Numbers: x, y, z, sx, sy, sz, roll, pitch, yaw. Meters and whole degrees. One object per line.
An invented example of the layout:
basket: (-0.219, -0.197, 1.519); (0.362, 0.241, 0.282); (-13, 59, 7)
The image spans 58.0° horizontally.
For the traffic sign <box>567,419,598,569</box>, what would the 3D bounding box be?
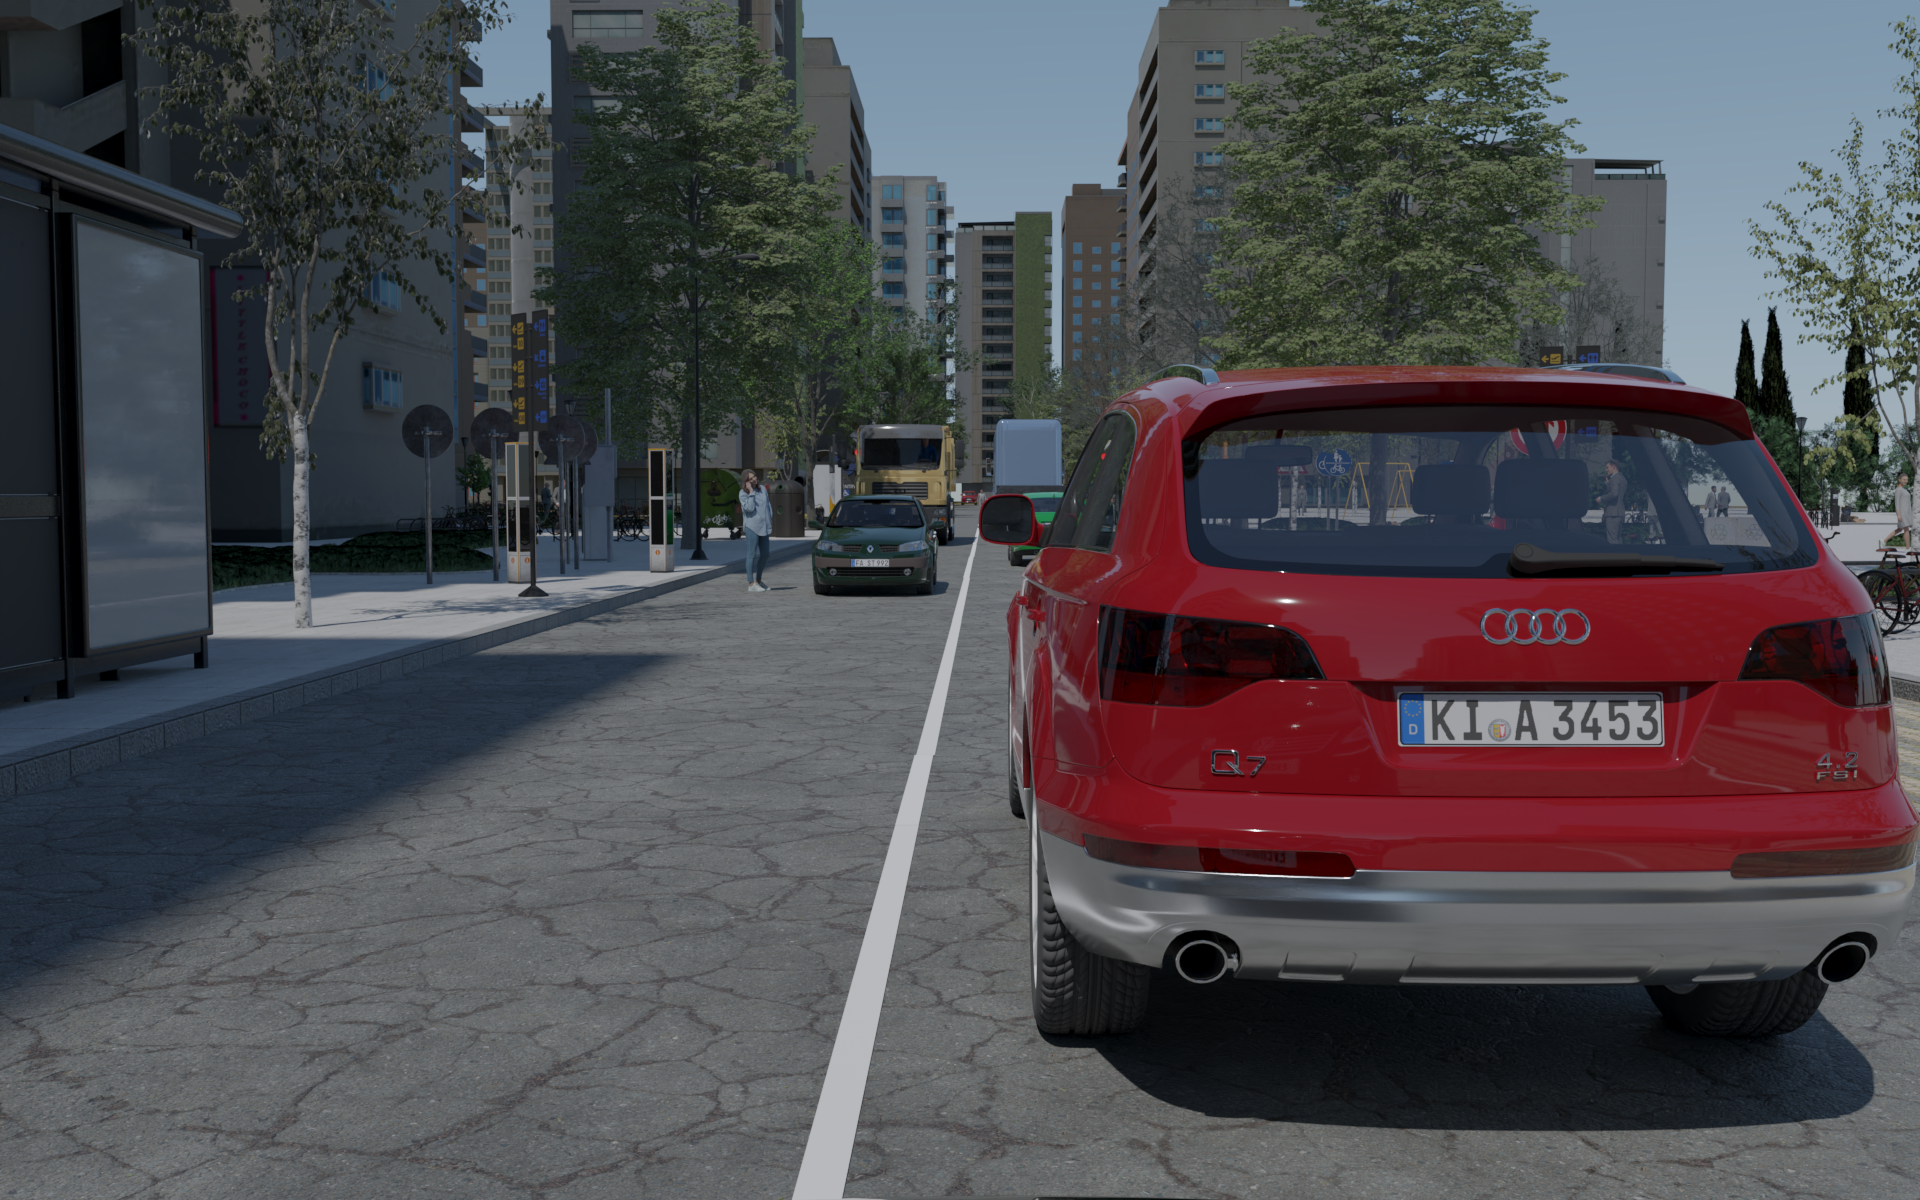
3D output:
traffic sign: (-6.530, -1.793, 29.425); (0.768, 2.556, 0.104); (0, 4, 3)

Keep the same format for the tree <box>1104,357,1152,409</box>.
tree: (10.229, -8.772, 93.788); (4.737, 8.622, 4.395); (0, 3, 0)

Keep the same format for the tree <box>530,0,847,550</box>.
tree: (-5.919, -7.434, 39.665); (7.486, 12.596, 7.792); (0, 3, 0)

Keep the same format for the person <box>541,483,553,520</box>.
person: (-18.793, -4.454, 79.039); (0.661, 1.801, 0.590); (3, 4, 36)

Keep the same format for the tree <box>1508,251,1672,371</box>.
tree: (31.156, -10.870, 88.096); (12.009, 13.543, 11.850); (0, 3, 0)

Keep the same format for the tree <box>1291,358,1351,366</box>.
tree: (16.750, -8.024, 81.553); (4.360, 8.622, 3.978); (0, 3, 0)

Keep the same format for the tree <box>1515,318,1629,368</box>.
tree: (47.275, -14.131, 132.859); (13.155, 14.587, 18.604); (-1, 4, -9)

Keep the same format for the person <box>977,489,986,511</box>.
person: (1.589, -7.195, 126.417); (0.678, 1.792, 0.850); (0, 4, 1)

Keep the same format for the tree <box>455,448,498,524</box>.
tree: (-18.299, -4.317, 65.180); (1.663, 3.219, 1.824); (0, 3, 0)

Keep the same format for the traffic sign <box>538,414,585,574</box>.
traffic sign: (-6.379, -1.689, 27.725); (0.768, 2.556, 0.104); (0, 4, 4)

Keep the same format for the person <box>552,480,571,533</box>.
person: (-12.910, -3.058, 56.447); (0.834, 1.777, 0.661); (3, 4, 38)

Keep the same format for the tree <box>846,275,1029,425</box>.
tree: (-2.629, -17.915, 148.805); (12.611, 20.169, 13.585); (0, 3, 0)

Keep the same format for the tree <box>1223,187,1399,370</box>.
tree: (8.301, -5.630, 42.419); (4.737, 8.622, 4.395); (0, 3, 0)

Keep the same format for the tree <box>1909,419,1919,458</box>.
tree: (27.578, -3.845, 46.578); (4.285, 4.588, 4.351); (0, 3, 0)

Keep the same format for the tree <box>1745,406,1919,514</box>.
tree: (52.391, -8.905, 108.502); (20.602, 7.101, 11.467); (1, 4, 18)

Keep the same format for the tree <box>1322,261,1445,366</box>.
tree: (29.898, -16.844, 131.288); (12.611, 20.169, 13.585); (0, 3, 0)

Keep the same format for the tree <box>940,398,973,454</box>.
tree: (-3.148, -18.391, 207.341); (9.857, 13.997, 8.962); (0, 3, 0)

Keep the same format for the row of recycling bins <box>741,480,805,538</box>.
row of recycling bins: (-5.683, -2.761, 52.263); (1.069, 1.692, 3.534); (-2, 4, -31)

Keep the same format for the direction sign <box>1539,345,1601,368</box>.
direction sign: (9.312, -2.113, 26.546); (0.876, 3.537, 0.379); (1, 4, 18)

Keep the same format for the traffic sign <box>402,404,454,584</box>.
traffic sign: (-7.558, -1.498, 24.600); (0.768, 2.556, 0.104); (0, 4, 5)

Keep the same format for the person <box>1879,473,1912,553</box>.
person: (20.512, -1.896, 37.799); (0.760, 1.731, 0.466); (1, 4, 12)

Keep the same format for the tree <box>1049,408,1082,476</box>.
tree: (10.379, -15.424, 186.590); (8.767, 10.594, 7.601); (2, 4, 30)

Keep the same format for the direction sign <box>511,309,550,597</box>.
direction sign: (-5.350, -1.811, 21.614); (0.379, 3.537, 0.876); (-3, 5, -43)

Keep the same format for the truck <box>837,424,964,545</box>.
truck: (-1.520, -3.355, 50.786); (3.469, 3.379, 9.791); (0, 4, 1)

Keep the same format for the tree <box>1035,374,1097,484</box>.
tree: (9.933, -14.998, 163.345); (7.486, 12.596, 7.792); (0, 3, 0)

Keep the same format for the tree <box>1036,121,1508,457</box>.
tree: (9.422, -8.929, 56.353); (12.009, 13.543, 11.850); (0, 3, 0)

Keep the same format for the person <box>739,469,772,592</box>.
person: (-3.006, -1.021, 25.456); (0.793, 1.790, 0.793); (0, 4, 5)

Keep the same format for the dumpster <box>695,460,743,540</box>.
dumpster: (-6.802, -2.840, 48.935); (1.502, 2.255, 1.985); (0, 4, 1)

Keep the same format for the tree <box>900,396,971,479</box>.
tree: (-3.971, -15.984, 178.339); (9.611, 12.733, 9.660); (0, 3, 0)

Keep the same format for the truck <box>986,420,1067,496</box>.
truck: (2.548, -4.099, 56.778); (2.967, 4.110, 18.799); (0, 4, -1)

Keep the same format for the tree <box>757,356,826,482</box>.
tree: (-9.205, -8.708, 92.744); (4.737, 8.622, 4.395); (0, 3, 0)

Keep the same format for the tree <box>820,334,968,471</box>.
tree: (-4.055, -10.245, 101.919); (8.767, 10.594, 7.601); (-1, 4, -16)

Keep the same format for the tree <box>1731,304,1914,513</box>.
tree: (61.709, -13.725, 126.225); (13.155, 14.587, 18.604); (0, 4, -8)

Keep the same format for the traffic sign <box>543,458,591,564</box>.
traffic sign: (-7.181, -1.937, 31.673); (0.884, 2.594, 0.081); (0, 4, 2)

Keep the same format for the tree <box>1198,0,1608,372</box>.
tree: (8.668, -7.076, 33.814); (7.486, 12.596, 7.792); (0, 3, 0)

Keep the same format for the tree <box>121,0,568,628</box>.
tree: (-6.147, -4.048, 16.548); (4.360, 8.622, 3.978); (0, 3, 0)

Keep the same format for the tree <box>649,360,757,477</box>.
tree: (-13.599, -8.367, 87.170); (4.737, 8.622, 4.395); (0, 3, 0)

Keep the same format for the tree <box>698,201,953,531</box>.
tree: (-5.283, -8.257, 60.750); (9.928, 11.665, 9.643); (0, 3, 0)

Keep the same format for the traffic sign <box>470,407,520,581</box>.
traffic sign: (-6.850, -1.553, 25.498); (0.768, 2.556, 0.104); (1, 4, 8)

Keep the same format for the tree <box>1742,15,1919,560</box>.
tree: (14.558, -4.653, 26.438); (4.737, 8.622, 4.395); (0, 3, 0)

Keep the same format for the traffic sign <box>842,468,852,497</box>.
traffic sign: (-5.786, -5.241, 85.688); (0.884, 2.594, 0.081); (0, 4, 6)

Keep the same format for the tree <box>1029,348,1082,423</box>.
tree: (10.497, -22.694, 226.939); (12.611, 20.169, 13.585); (0, 3, 0)
